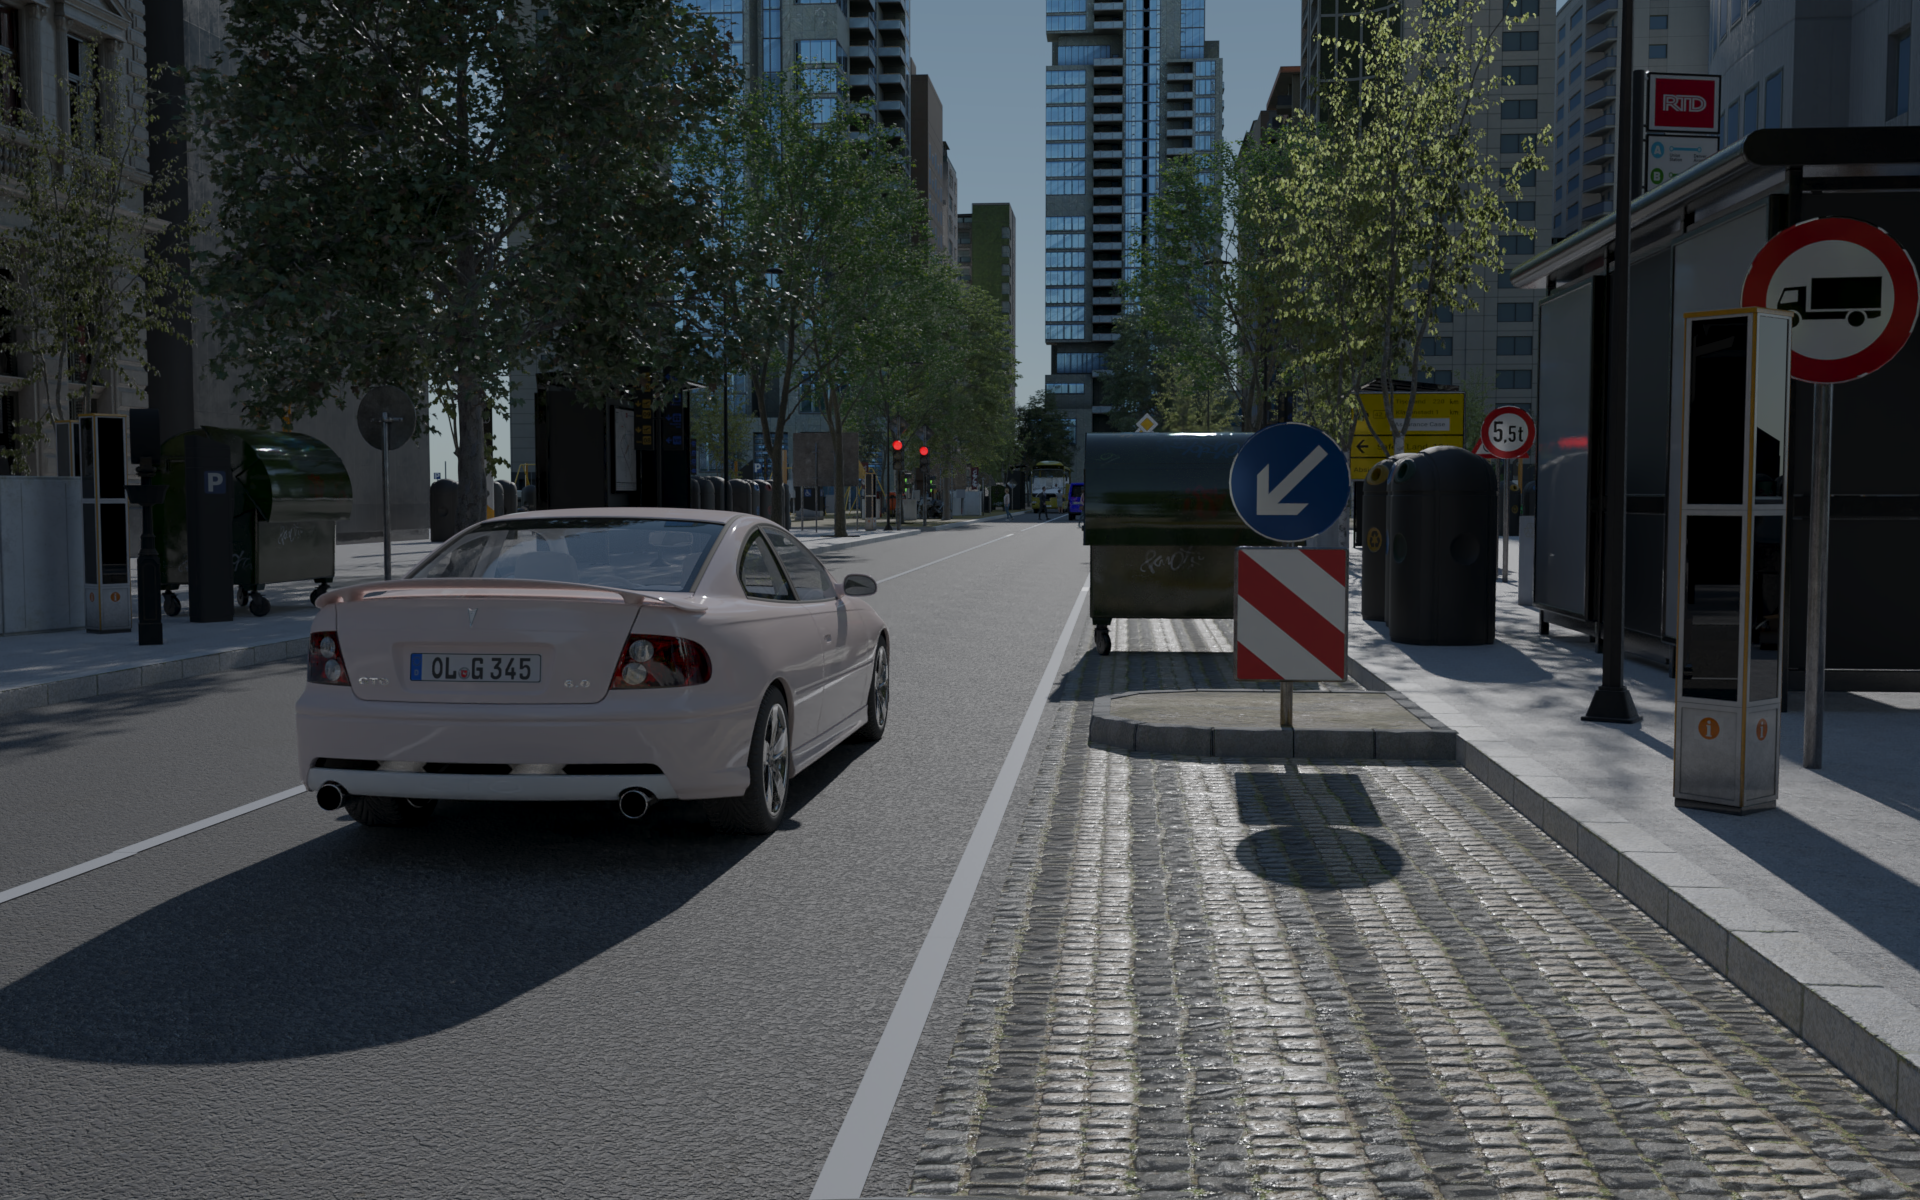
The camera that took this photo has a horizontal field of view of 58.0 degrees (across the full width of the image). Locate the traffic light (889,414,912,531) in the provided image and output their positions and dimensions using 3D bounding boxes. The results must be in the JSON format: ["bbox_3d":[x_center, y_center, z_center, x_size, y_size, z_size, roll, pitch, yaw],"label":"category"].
[{"bbox_3d":[-2.131,-4.391,60.712,0.839,4.253,0.868,0,4,5],"label":"traffic light"}]

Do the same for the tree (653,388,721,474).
[{"bbox_3d":[-17.202,-9.582,107.033,4.360,8.622,3.978,0,3,0],"label":"tree"}]

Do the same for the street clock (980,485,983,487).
[{"bbox_3d":[1.767,-8.131,137.518,0.358,2.002,0.471,-1,4,-8],"label":"street clock"}]

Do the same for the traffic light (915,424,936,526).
[{"bbox_3d":[-1.378,-4.877,68.661,0.839,4.253,0.868,0,4,5],"label":"traffic light"}]

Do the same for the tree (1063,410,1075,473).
[{"bbox_3d":[8.726,-16.455,187.158,7.486,12.596,7.792,0,3,0],"label":"tree"}]

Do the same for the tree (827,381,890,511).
[{"bbox_3d":[-6.274,-9.836,111.186,4.360,8.622,3.978,0,3,0],"label":"tree"}]

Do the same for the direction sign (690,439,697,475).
[{"bbox_3d":[-11.179,-4.808,70.608,0.876,3.537,0.379,-1,4,-11],"label":"direction sign"}]

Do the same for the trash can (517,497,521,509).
[{"bbox_3d":[-21.767,-4.534,85.780,0.748,1.137,0.748,0,3,0],"label":"trash can"}]

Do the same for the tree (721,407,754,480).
[{"bbox_3d":[-18.333,-11.517,138.670,4.360,8.622,3.978,0,3,0],"label":"tree"}]

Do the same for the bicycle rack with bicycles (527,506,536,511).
[{"bbox_3d":[-13.551,-2.465,53.689,2.852,0.926,2.925,0,4,-3],"label":"bicycle rack with bicycles"}]

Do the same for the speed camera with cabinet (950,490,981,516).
[{"bbox_3d":[0.222,-6.616,102.504,2.038,3.252,0.660,1,4,9],"label":"speed camera with cabinet"}]

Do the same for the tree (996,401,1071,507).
[{"bbox_3d":[6.594,-14.663,174.160,7.601,10.594,8.767,1,4,11],"label":"tree"}]

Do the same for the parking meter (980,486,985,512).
[{"bbox_3d":[1.576,-7.160,122.769,0.399,1.863,0.255,3,5,42],"label":"parking meter"}]

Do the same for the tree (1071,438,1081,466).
[{"bbox_3d":[10.304,-16.663,206.859,8.767,10.594,7.601,0,4,6],"label":"tree"}]

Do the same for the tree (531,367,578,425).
[{"bbox_3d":[-21.042,-8.837,94.842,4.360,8.622,3.978,0,3,0],"label":"tree"}]

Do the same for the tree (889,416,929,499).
[{"bbox_3d":[-3.959,-11.622,140.388,4.737,8.622,4.395,0,3,0],"label":"tree"}]

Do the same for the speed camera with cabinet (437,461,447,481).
[{"bbox_3d":[-30.595,-6.758,104.822,0.660,3.252,2.038,3,5,43],"label":"speed camera with cabinet"}]

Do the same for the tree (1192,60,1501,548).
[{"bbox_3d":[6.524,-4.860,29.827,4.737,8.622,4.395,0,3,0],"label":"tree"}]

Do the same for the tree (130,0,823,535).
[{"bbox_3d":[-7.141,-6.614,25.145,9.611,12.733,9.660,0,3,0],"label":"tree"}]

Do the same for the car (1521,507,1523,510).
[{"bbox_3d":[21.879,-3.205,61.192,4.718,1.807,1.959,0,4,7],"label":"car"}]

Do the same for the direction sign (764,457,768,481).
[{"bbox_3d":[-11.846,-6.959,105.774,0.379,3.537,0.876,1,4,8],"label":"direction sign"}]

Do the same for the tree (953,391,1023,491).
[{"bbox_3d":[1.453,-9.960,113.216,4.737,8.622,4.395,0,3,0],"label":"tree"}]

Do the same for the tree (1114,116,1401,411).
[{"bbox_3d":[8.134,-7.463,47.777,9.928,11.665,9.643,0,3,0],"label":"tree"}]

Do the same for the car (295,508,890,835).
[{"bbox_3d":[-1.531,0.221,8.743,2.083,1.381,4.827,0,4,7],"label":"car"}]

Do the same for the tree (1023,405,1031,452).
[{"bbox_3d":[3.406,-11.134,132.399,4.737,8.622,4.395,0,3,0],"label":"tree"}]

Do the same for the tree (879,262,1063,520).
[{"bbox_3d":[-0.477,-10.218,85.189,7.486,12.596,7.792,0,3,0],"label":"tree"}]

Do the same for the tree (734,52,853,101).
[{"bbox_3d":[-4.600,-7.122,42.198,9.928,11.665,9.643,0,3,0],"label":"tree"}]

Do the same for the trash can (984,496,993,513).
[{"bbox_3d":[2.262,-7.492,134.145,0.748,1.137,0.748,0,3,0],"label":"trash can"}]

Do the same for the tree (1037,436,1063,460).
[{"bbox_3d":[10.228,-15.270,200.020,4.360,8.622,3.978,0,3,0],"label":"tree"}]

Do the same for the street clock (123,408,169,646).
[{"bbox_3d":[-6.908,-0.621,14.724,0.358,2.002,0.471,-2,4,-26],"label":"street clock"}]

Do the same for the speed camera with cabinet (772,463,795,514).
[{"bbox_3d":[-11.000,-7.038,109.406,0.660,3.252,2.038,3,5,42],"label":"speed camera with cabinet"}]

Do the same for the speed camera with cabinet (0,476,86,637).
[{"bbox_3d":[-8.874,-1.294,15.493,0.660,3.252,2.038,1,4,22],"label":"speed camera with cabinet"}]

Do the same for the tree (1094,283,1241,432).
[{"bbox_3d":[12.806,-12.087,104.274,9.857,13.997,8.962,0,3,0],"label":"tree"}]

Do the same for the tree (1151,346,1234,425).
[{"bbox_3d":[11.463,-8.273,85.622,4.360,8.622,3.978,0,3,0],"label":"tree"}]

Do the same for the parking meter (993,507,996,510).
[{"bbox_3d":[2.680,-7.962,138.585,0.372,1.533,0.369,0,3,0],"label":"parking meter"}]

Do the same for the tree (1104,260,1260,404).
[{"bbox_3d":[17.486,-17.194,137.017,12.611,20.169,13.585,0,3,0],"label":"tree"}]

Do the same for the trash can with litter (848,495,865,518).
[{"bbox_3d":[-5.181,-4.965,92.240,1.678,1.210,2.233,-1,4,-18],"label":"trash can with litter"}]

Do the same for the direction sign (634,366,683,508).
[{"bbox_3d":[-5.332,-2.366,30.673,0.876,3.537,0.379,0,4,3],"label":"direction sign"}]

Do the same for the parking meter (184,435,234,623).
[{"bbox_3d":[-7.520,-0.714,17.382,0.255,1.863,0.399,3,4,37],"label":"parking meter"}]

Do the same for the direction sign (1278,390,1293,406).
[{"bbox_3d":[7.102,-2.807,37.886,0.379,3.537,0.876,2,4,30],"label":"direction sign"}]

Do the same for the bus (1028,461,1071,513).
[{"bbox_3d":[6.986,-8.613,132.365,2.896,3.916,12.252,0,4,6],"label":"bus"}]

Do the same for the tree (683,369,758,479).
[{"bbox_3d":[-12.754,-8.672,92.145,4.737,8.622,4.395,0,3,0],"label":"tree"}]

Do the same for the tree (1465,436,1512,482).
[{"bbox_3d":[16.522,-3.719,55.415,1.663,3.219,1.824,0,3,0],"label":"tree"}]

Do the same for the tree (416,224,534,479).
[{"bbox_3d":[-10.305,-5.188,35.184,4.737,8.622,4.395,0,3,0],"label":"tree"}]

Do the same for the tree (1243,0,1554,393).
[{"bbox_3d":[5.645,-4.405,22.391,4.360,8.622,3.978,0,3,0],"label":"tree"}]

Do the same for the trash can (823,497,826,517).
[{"bbox_3d":[-7.736,-5.130,95.528,0.748,1.137,0.748,0,3,0],"label":"trash can"}]

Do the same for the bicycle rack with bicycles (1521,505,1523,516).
[{"bbox_3d":[18.377,-2.774,58.736,2.852,0.926,2.925,3,5,39],"label":"bicycle rack with bicycles"}]

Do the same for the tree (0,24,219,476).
[{"bbox_3d":[-14.184,-4.741,27.883,4.360,8.622,3.978,0,3,0],"label":"tree"}]
